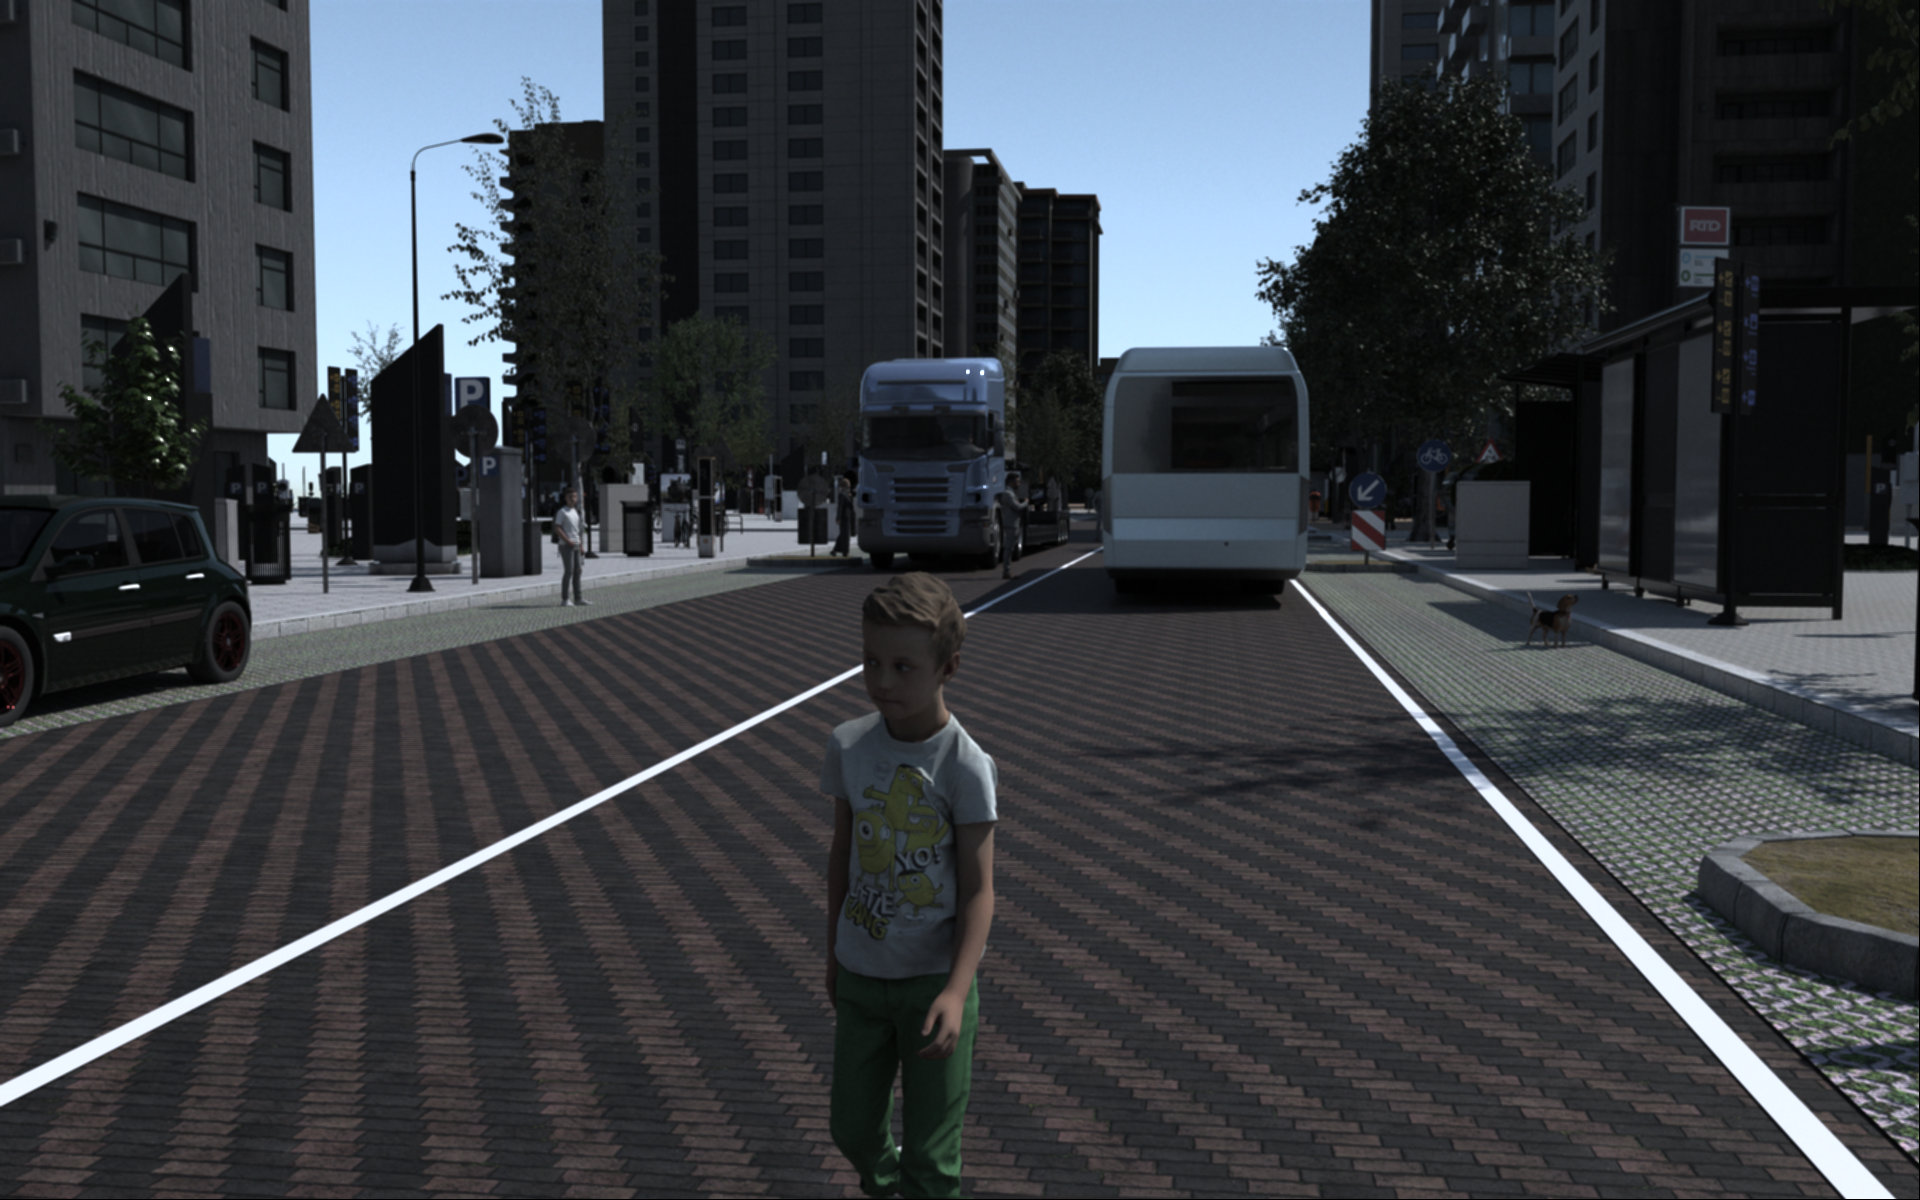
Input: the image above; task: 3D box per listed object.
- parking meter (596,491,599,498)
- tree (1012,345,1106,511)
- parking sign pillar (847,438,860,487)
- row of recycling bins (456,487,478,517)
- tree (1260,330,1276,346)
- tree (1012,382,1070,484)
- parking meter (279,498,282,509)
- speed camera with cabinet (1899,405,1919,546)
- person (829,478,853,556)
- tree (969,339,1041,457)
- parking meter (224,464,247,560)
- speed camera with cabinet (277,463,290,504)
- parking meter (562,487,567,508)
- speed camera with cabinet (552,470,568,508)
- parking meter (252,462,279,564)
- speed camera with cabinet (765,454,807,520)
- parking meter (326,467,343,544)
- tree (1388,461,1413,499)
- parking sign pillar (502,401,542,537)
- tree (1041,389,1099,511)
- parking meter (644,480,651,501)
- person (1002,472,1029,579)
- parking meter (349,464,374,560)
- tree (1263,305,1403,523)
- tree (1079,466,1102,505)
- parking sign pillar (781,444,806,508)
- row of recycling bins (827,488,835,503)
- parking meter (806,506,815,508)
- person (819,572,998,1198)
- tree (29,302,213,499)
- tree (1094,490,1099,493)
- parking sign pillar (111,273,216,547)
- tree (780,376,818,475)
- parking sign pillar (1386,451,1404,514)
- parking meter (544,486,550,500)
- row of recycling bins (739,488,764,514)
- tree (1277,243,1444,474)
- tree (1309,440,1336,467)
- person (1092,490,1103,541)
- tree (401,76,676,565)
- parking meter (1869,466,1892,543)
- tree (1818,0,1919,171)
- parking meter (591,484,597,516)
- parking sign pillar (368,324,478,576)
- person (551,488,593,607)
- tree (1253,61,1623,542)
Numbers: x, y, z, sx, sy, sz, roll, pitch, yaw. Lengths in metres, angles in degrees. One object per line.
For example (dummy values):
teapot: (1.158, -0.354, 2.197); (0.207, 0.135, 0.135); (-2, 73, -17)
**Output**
parking meter: (-25.629, -6.969, 122.346); (0.372, 1.533, 0.369); (0, 3, 0)
tree: (8.166, -13.254, 133.713); (9.611, 12.733, 9.660); (0, 3, 0)
parking sign pillar: (-4.490, -5.465, 77.831); (1.447, 3.967, 1.447); (3, 5, 43)
row of recycling bins: (-28.229, -5.421, 95.743); (3.534, 1.692, 1.069); (0, 4, 2)
tree: (34.844, -21.190, 202.344); (12.611, 20.169, 13.585); (0, 3, 0)
tree: (5.205, -10.046, 114.613); (4.360, 8.622, 3.978); (0, 3, 0)
parking meter: (-47.929, -6.947, 121.999); (0.372, 1.533, 0.369); (0, 3, 0)
speed camera with cabinet: (21.609, -2.661, 37.838); (0.660, 3.252, 2.038); (-1, 4, -22)
person: (-2.579, -1.776, 37.958); (0.534, 1.772, 0.576); (-1, 4, -15)
tree: (1.392, -8.071, 82.326); (4.737, 8.622, 4.395); (0, 3, 0)
parking meter: (-14.002, -1.699, 33.493); (0.399, 1.863, 0.255); (-1, 4, -21)
speed camera with cabinet: (-43.546, -7.049, 109.580); (2.038, 3.252, 0.660); (-1, 4, -12)
parking meter: (-31.391, -8.062, 137.519); (0.399, 1.863, 0.255); (-3, 5, -41)
speed camera with cabinet: (-32.277, -8.922, 140.208); (0.660, 3.252, 2.038); (1, 4, 15)
parking meter: (-12.804, -1.605, 31.953); (0.399, 1.863, 0.255); (0, 4, 1)
speed camera with cabinet: (-8.731, -5.618, 86.197); (2.038, 3.252, 0.660); (2, 4, 31)
parking meter: (-13.227, -1.886, 36.541); (0.255, 1.863, 0.399); (0, 4, 7)
tree: (25.530, -6.437, 99.848); (1.663, 3.219, 1.824); (0, 3, 0)
parking sign pillar: (-13.099, -3.831, 51.108); (1.447, 3.967, 1.447); (0, 4, 2)
tree: (6.886, -10.422, 120.765); (4.737, 8.622, 4.395); (0, 3, 0)
parking meter: (-12.419, -3.836, 68.434); (0.399, 1.863, 0.255); (-3, 5, -43)
person: (0.933, -1.259, 29.265); (0.466, 1.800, 0.511); (0, 4, -5)
parking meter: (-11.588, -1.702, 33.534); (0.399, 1.863, 0.255); (0, 4, 3)
tree: (16.615, -8.674, 76.228); (8.767, 10.594, 7.601); (1, 4, 12)
tree: (12.601, -10.846, 161.044); (4.285, 4.588, 4.351); (0, 3, 0)
parking sign pillar: (-8.898, -6.378, 92.757); (1.447, 3.967, 1.447); (1, 4, 13)
row of recycling bins: (-8.236, -6.944, 120.641); (3.534, 1.692, 1.069); (2, 4, 33)
parking meter: (-7.060, -4.653, 81.792); (0.399, 1.863, 0.255); (3, 5, 42)
person: (-0.088, 0.599, 2.954); (0.306, 1.304, 0.590); (0, 4, 2)
tree: (-8.079, -1.389, 17.309); (1.663, 3.219, 1.824); (0, 3, 0)
tree: (12.863, -10.657, 168.841); (1.663, 3.219, 1.824); (0, 3, 0)
parking sign pillar: (-9.953, -2.028, 21.637); (1.447, 3.967, 1.447); (2, 4, 26)
tree: (-8.415, -9.403, 104.096); (4.360, 8.622, 3.978); (0, 3, 0)
parking sign pillar: (26.910, -7.277, 107.452); (1.447, 3.967, 1.447); (-3, 4, -37)
parking meter: (-28.354, -6.922, 118.891); (0.255, 1.863, 0.399); (-2, 4, -34)
row of recycling bins: (-12.704, -6.497, 113.331); (3.534, 1.692, 1.069); (-1, 4, -19)
tree: (15.919, -8.704, 68.073); (9.928, 11.665, 9.643); (0, 3, 0)
tree: (21.085, -9.547, 106.455); (4.737, 8.622, 4.395); (0, 3, 0)
person: (4.415, -2.742, 53.433); (0.635, 1.810, 0.391); (-1, 4, -15)
tree: (-6.893, -4.917, 30.761); (4.360, 8.622, 3.978); (0, 3, 0)
parking meter: (19.060, -1.844, 35.856); (0.399, 1.863, 0.255); (2, 4, 28)
tree: (7.377, -3.729, 11.328); (4.737, 8.622, 4.395); (0, 3, 0)
parking meter: (-21.489, -5.872, 101.715); (0.255, 1.863, 0.399); (-1, 4, -17)
parking sign pillar: (-8.791, -2.409, 27.854); (1.447, 3.967, 1.447); (1, 4, 18)
person: (-4.939, -0.668, 22.025); (0.523, 1.515, 0.503); (-1, 4, -11)
tree: (12.507, -7.895, 46.095); (9.611, 12.733, 9.660); (0, 3, 0)
